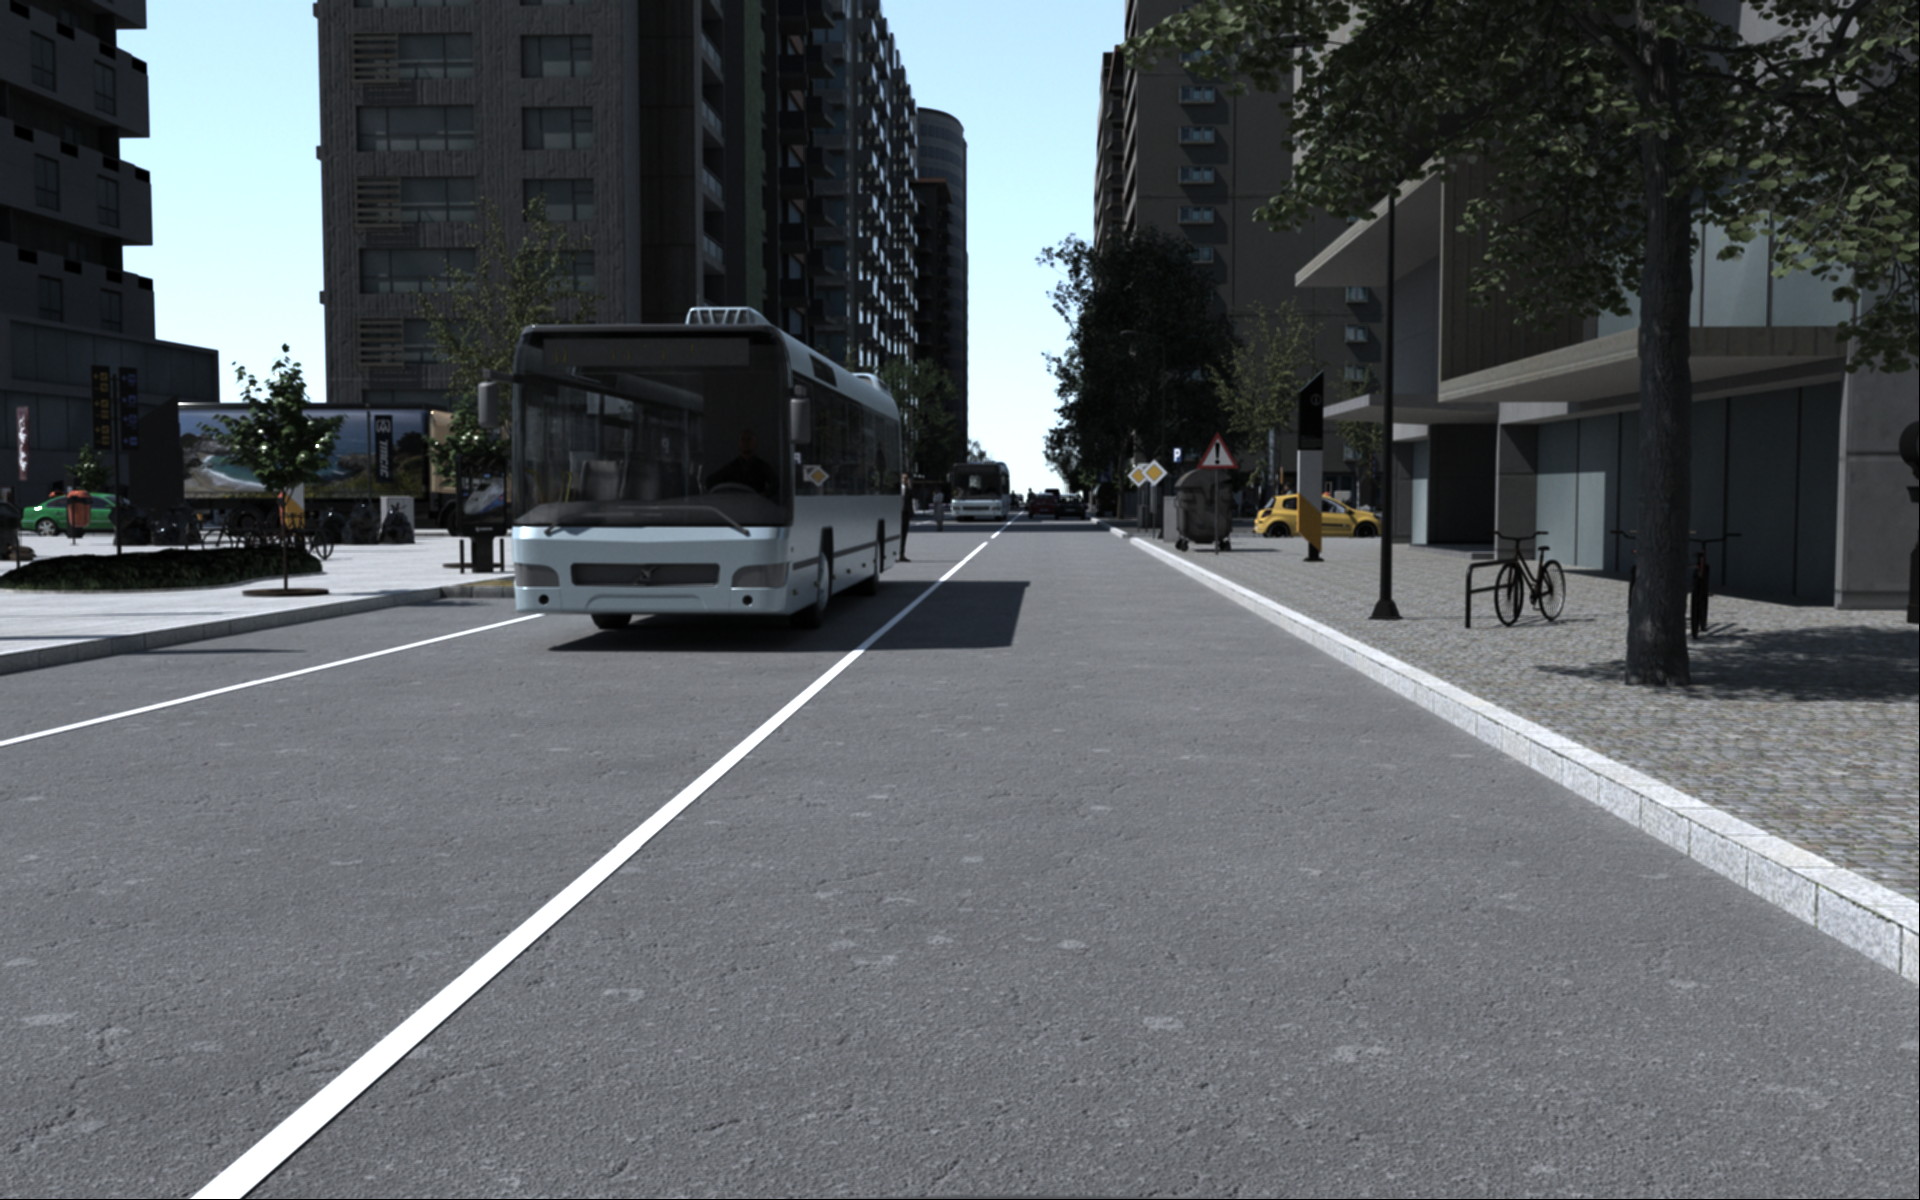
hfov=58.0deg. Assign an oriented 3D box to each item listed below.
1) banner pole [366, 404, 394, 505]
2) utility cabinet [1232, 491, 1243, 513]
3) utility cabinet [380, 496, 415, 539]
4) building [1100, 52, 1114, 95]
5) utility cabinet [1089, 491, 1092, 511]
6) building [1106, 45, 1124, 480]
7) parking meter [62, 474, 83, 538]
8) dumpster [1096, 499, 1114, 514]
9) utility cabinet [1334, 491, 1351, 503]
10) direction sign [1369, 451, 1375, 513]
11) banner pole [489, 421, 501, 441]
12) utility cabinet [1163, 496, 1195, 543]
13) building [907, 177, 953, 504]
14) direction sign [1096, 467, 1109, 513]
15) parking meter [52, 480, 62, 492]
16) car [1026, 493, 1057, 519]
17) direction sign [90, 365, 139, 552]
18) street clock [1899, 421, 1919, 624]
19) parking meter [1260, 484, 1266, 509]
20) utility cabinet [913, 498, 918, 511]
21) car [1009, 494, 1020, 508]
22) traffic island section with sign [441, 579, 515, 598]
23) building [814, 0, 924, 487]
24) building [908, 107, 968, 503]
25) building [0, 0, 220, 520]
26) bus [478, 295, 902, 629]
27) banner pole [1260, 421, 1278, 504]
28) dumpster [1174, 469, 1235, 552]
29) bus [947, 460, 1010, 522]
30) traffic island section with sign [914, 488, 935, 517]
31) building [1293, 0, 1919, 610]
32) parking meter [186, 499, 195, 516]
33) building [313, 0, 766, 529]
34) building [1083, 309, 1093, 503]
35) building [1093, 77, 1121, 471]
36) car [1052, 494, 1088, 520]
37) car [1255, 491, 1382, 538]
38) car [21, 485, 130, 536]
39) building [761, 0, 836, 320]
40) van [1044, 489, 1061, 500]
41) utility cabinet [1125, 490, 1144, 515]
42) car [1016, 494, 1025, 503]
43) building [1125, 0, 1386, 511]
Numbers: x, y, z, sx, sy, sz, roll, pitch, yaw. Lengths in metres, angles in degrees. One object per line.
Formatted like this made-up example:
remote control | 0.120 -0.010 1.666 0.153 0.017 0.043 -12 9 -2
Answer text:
banner pole | -16.196 -3.560 48.227 0.863 3.779 0.401 -1 4 -16
utility cabinet | 18.295 -6.525 115.355 1.173 1.500 0.318 -2 4 -35
utility cabinet | -16.062 -2.344 49.486 0.306 1.237 1.020 2 4 28
building | 30.759 -51.461 279.635 20.563 71.187 20.611 0 4 3
utility cabinet | 9.929 -7.460 130.655 0.318 1.500 1.173 0 4 -1
building | 25.457 -31.412 168.203 22.147 44.769 28.867 0 4 3
parking meter | -25.767 -2.732 50.381 0.399 1.863 0.255 1 4 20
dumpster | 8.738 -5.988 103.661 1.264 1.857 1.865 0 4 3
utility cabinet | 27.430 -7.066 124.208 1.173 1.500 0.318 3 4 39
direction sign | 21.759 -6.085 91.487 0.379 3.537 0.876 0 4 -6
banner pole | -13.324 -3.619 49.185 0.401 3.779 0.863 3 4 36
utility cabinet | 5.891 -2.111 45.672 1.020 1.237 0.306 1 4 14
building | -12.324 -35.435 233.986 22.147 44.769 28.867 0 4 3
direction sign | 8.956 -7.140 108.741 0.876 3.537 0.379 -2 4 -25
parking meter | -38.373 -4.159 73.703 0.399 1.863 0.255 0 4 -6
car | 4.985 -5.738 102.851 2.155 1.783 4.494 0 4 2
direction sign | -15.012 -2.375 30.832 0.379 3.537 0.876 2 4 30
street clock | 9.532 -0.767 17.103 0.471 2.002 0.358 -1 4 -11
parking meter | 17.988 -5.925 102.587 0.255 1.863 0.399 -1 4 -22
utility cabinet | -3.510 -7.241 129.546 0.306 1.237 1.020 -2 4 -33
car | 5.397 -10.615 185.359 2.131 1.459 4.920 0 4 4
traffic island section with sign | -6.135 -0.987 24.767 1.989 1.847 2.006 0 4 3
building | -16.084 -34.239 179.420 23.786 49.044 30.456 0 4 3
building | -10.065 -44.035 261.977 21.231 58.520 28.212 0 4 3
building | -52.331 -29.671 74.354 27.495 52.752 28.713 0 4 3
bus | -2.546 -1.616 21.283 2.948 3.499 13.247 0 4 3
banner pole | 10.634 -4.212 58.888 0.401 3.779 0.863 2 4 31
dumpster | 5.530 -2.042 39.148 1.264 1.857 1.865 0 4 3
bus | 1.175 -6.016 93.217 2.948 3.499 13.247 0 4 4
traffic island section with sign | -2.167 -6.027 107.162 1.989 1.847 2.006 0 4 3
building | 21.450 -27.000 30.685 28.713 52.752 27.495 0 4 3
parking meter | -35.864 -4.424 80.737 0.372 1.533 0.369 0 3 0
building | -15.754 -23.516 68.087 14.154 41.232 14.086 0 4 3
building | 25.730 -30.076 263.447 14.160 30.474 14.107 0 4 3
building | 26.175 -34.836 193.270 21.300 48.544 21.600 0 4 3
car | 6.129 -5.302 96.474 2.009 1.686 4.222 0 4 3
car | 10.954 -2.582 52.439 3.980 1.641 2.015 0 4 3
car | -27.411 -2.849 55.373 4.718 1.807 1.959 0 4 2
building | -19.046 -27.219 99.660 22.147 44.769 28.867 0 4 3
van | 10.672 -12.085 201.969 2.240 2.365 5.245 0 4 1
utility cabinet | 10.778 -6.016 107.037 1.173 1.500 0.318 2 4 32
car | 9.732 -17.163 289.646 2.155 1.783 4.494 0 4 3
building | 24.568 -31.699 141.982 21.300 48.544 21.600 0 4 3
